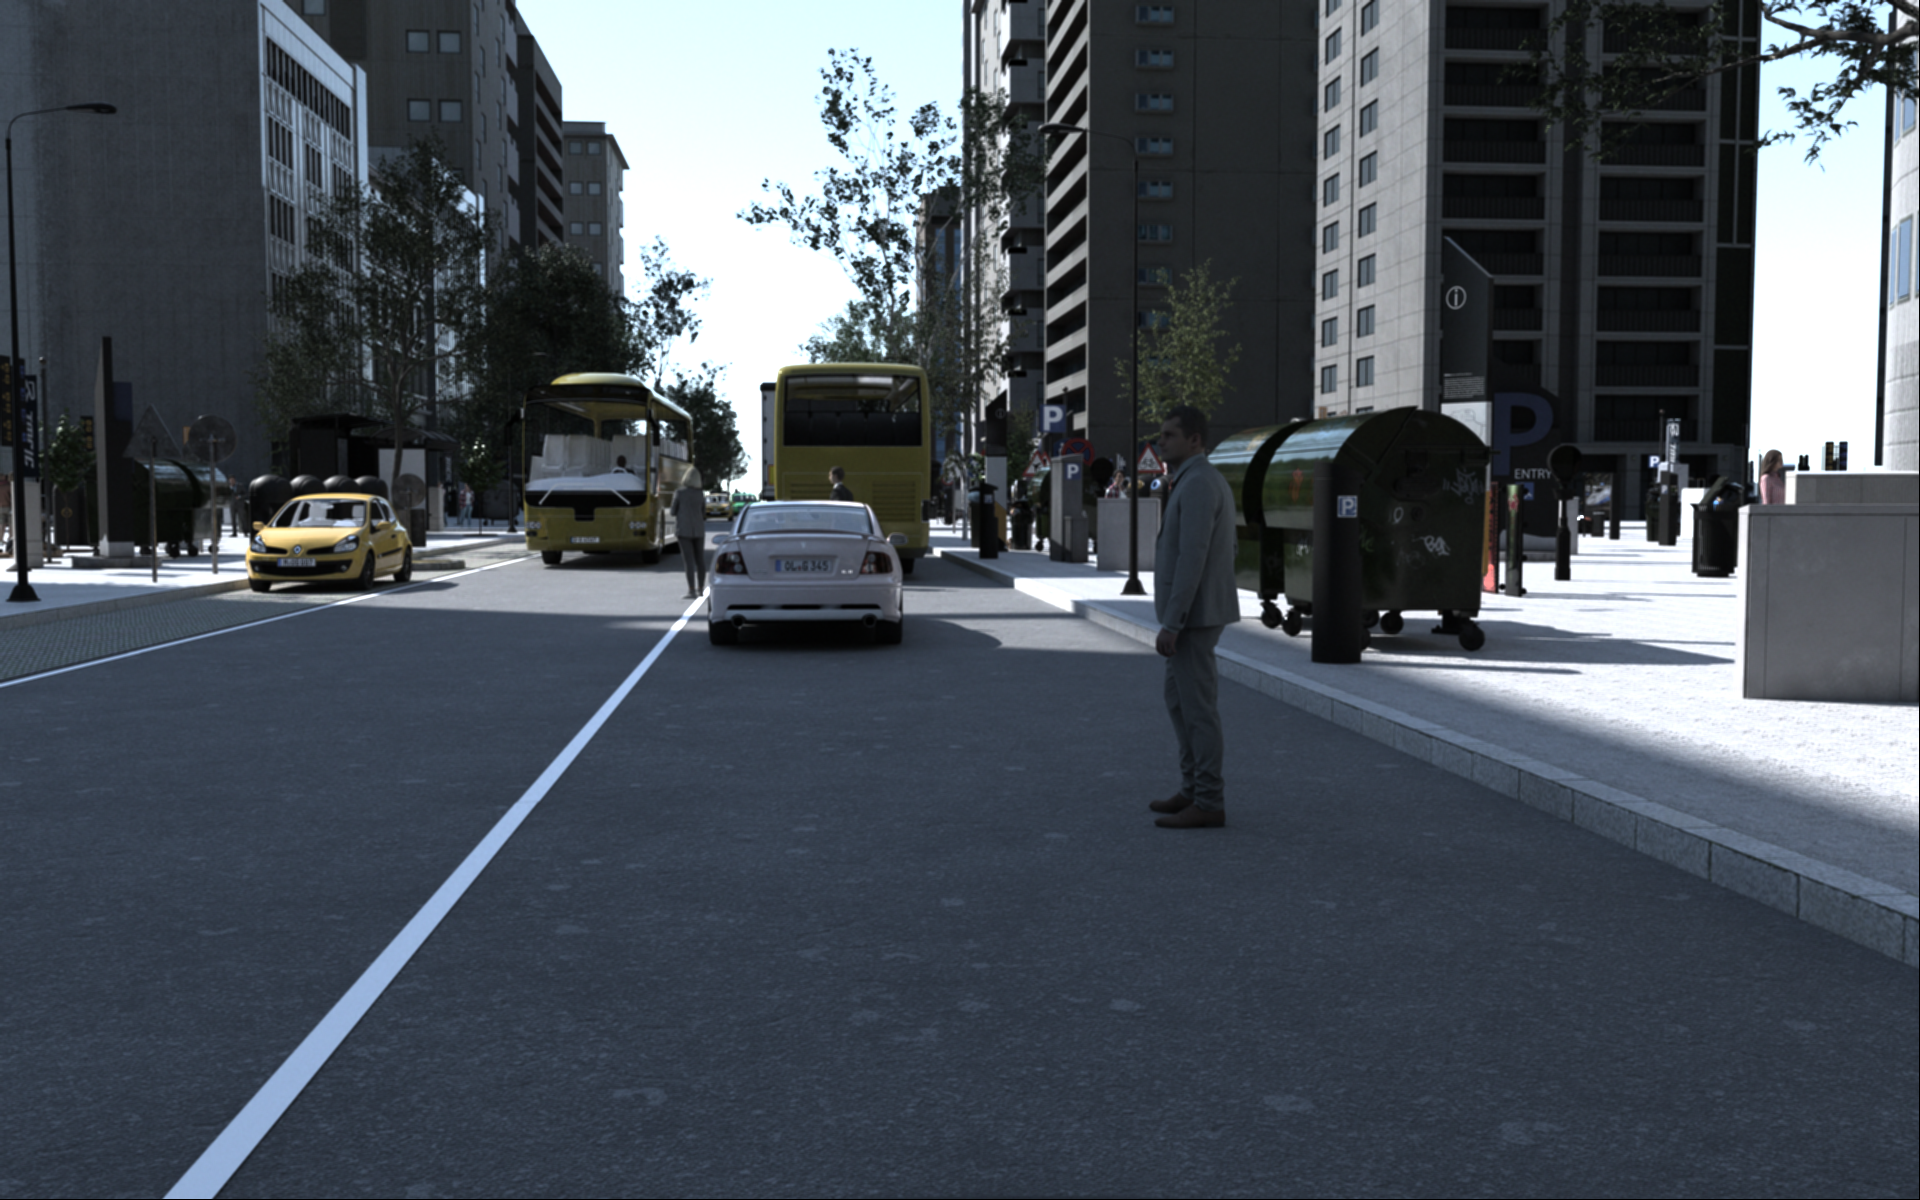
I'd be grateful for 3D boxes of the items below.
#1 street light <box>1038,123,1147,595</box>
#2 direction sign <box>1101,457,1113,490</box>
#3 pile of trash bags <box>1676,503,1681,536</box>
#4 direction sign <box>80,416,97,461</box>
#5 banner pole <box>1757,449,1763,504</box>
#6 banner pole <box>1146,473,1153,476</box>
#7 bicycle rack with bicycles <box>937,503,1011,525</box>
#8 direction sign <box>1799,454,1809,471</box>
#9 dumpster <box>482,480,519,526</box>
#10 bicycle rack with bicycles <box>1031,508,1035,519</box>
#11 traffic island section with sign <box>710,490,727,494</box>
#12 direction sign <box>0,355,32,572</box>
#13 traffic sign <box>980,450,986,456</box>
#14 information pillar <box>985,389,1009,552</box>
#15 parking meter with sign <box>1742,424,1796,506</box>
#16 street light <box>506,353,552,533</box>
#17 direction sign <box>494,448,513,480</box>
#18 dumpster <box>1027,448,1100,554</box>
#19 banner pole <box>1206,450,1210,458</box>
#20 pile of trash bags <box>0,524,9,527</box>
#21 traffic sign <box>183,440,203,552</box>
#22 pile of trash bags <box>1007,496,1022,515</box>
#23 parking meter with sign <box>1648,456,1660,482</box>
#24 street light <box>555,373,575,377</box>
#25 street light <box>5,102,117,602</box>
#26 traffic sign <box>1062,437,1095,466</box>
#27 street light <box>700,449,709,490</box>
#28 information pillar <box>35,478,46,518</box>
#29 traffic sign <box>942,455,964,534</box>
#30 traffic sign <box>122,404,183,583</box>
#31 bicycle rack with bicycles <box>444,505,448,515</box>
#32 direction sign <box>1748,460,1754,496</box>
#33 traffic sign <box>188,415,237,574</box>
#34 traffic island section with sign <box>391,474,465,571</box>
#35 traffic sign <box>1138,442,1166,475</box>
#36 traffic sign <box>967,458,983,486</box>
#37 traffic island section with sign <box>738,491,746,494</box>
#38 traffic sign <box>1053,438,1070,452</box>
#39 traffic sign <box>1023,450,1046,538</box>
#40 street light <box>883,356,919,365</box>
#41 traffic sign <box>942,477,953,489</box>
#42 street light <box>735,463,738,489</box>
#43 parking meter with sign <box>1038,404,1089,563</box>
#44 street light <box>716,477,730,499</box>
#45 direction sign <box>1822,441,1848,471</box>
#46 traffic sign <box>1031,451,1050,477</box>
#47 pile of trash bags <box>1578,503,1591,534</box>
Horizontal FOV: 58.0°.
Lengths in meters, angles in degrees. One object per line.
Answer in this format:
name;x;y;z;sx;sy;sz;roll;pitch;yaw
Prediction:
street light;1.678;-3.019;21.909;1.470;5.913;1.316;0;4;-6
direction sign;8.956;-6.952;105.661;0.876;3.537;0.379;3;5;40
pile of trash bags;23.478;-2.645;53.000;3.447;1.369;1.912;1;4;14
direction sign;-25.123;-3.577;50.477;0.876;3.537;0.379;-3;5;-44
banner pole;44.425;-6.494;96.192;0.401;3.779;0.863;1;4;10
banner pole;11.660;-7.115;106.349;0.401;3.779;0.863;3;5;43
bicycle rack with bicycles;0.346;-3.603;72.299;2.925;0.926;2.852;-1;4;-15
direction sign;48.389;-6.569;99.406;0.379;3.537;0.876;0;4;-7
dumpster;-18.627;-3.941;70.187;1.264;1.857;1.865;0;4;-6
bicycle rack with bicycles;3.308;-4.121;80.757;2.925;0.926;2.852;-2;4;-32
traffic island section with sign;-23.349;-9.535;164.522;1.989;1.847;2.006;0;4;-6
direction sign;-15.650;-2.244;28.688;0.379;3.537;0.876;0;4;-5
traffic sign;0.871;-2.744;44.974;0.768;2.556;0.104;0;4;-5
information pillar;0.819;-2.883;38.488;0.504;3.616;0.183;0;4;-7
parking meter with sign;20.379;-2.861;43.042;1.738;3.016;0.543;2;4;27
street light;-14.285;-5.177;57.186;1.470;5.913;1.316;0;4;-6
direction sign;-22.353;-5.682;84.903;0.876;3.537;0.379;0;4;-6
dumpster;2.341;-2.157;37.759;1.502;2.255;1.985;0;4;-5
banner pole;14.026;-6.662;98.937;0.401;3.779;0.863;-3;4;-37
pile of trash bags;-38.348;-3.596;68.551;3.447;1.369;1.912;1;4;14
traffic sign;-16.689;-2.319;38.020;0.768;2.556;0.104;0;4;2
pile of trash bags;2.951;-5.860;105.562;3.447;1.369;1.912;1;4;11
parking meter with sign;31.982;-5.059;78.982;0.543;3.016;1.738;3;5;43
street light;-15.240;-5.749;66.542;1.470;5.913;1.316;0;4;-6
street light;-10.691;-2.942;20.635;1.470;5.913;1.316;0;4;-6
traffic sign;2.643;-2.372;38.881;0.768;2.556;0.104;0;4;1
street light;-26.292;-12.648;179.328;1.470;5.913;1.316;0;4;-6
information pillar;-38.875;-4.208;73.297;0.304;2.012;0.304;2;4;26
traffic sign;-0.191;-3.436;56.289;0.768;2.556;0.104;0;4;-3
traffic sign;-11.686;-1.533;25.062;0.884;2.594;0.081;0;4;2
bicycle rack with bicycles;-31.538;-5.585;104.689;2.852;0.926;2.925;1;4;22
direction sign;53.147;-7.627;116.701;0.876;3.537;0.379;-2;4;-29
traffic sign;-12.002;-1.696;27.828;0.768;2.556;0.104;0;4;-2
traffic island section with sign;-10.488;-1.479;32.802;1.989;1.847;2.006;0;4;-6
traffic sign;4.737;-2.667;43.608;0.884;2.594;0.081;0;4;4
traffic sign;0.553;-3.570;58.471;0.768;2.556;0.104;0;3;0
traffic island section with sign;-34.090;-16.258;274.444;1.989;1.847;2.006;0;4;-6
traffic sign;2.432;-2.426;39.768;0.768;2.556;0.104;0;4;-2
traffic sign;2.255;-3.108;50.811;0.884;2.594;0.081;0;4;-1
street light;-1.907;-5.255;58.461;1.470;5.913;1.316;0;4;-6
traffic sign;-0.701;-6.201;101.485;0.768;2.556;0.104;0;4;-1
street light;-34.318;-17.689;261.758;1.470;5.913;1.316;0;4;-6
parking meter with sign;2.015;-2.245;32.966;0.543;3.016;1.738;-1;4;-16
street light;-30.684;-15.410;224.489;1.470;5.913;1.316;0;4;-6
direction sign;37.608;-5.040;74.404;0.876;3.537;0.379;2;4;32
traffic sign;2.583;-3.226;52.754;0.884;2.594;0.081;0;4;-3
pile of trash bags;19.997;-2.837;56.131;1.912;1.369;3.447;0;4;2
